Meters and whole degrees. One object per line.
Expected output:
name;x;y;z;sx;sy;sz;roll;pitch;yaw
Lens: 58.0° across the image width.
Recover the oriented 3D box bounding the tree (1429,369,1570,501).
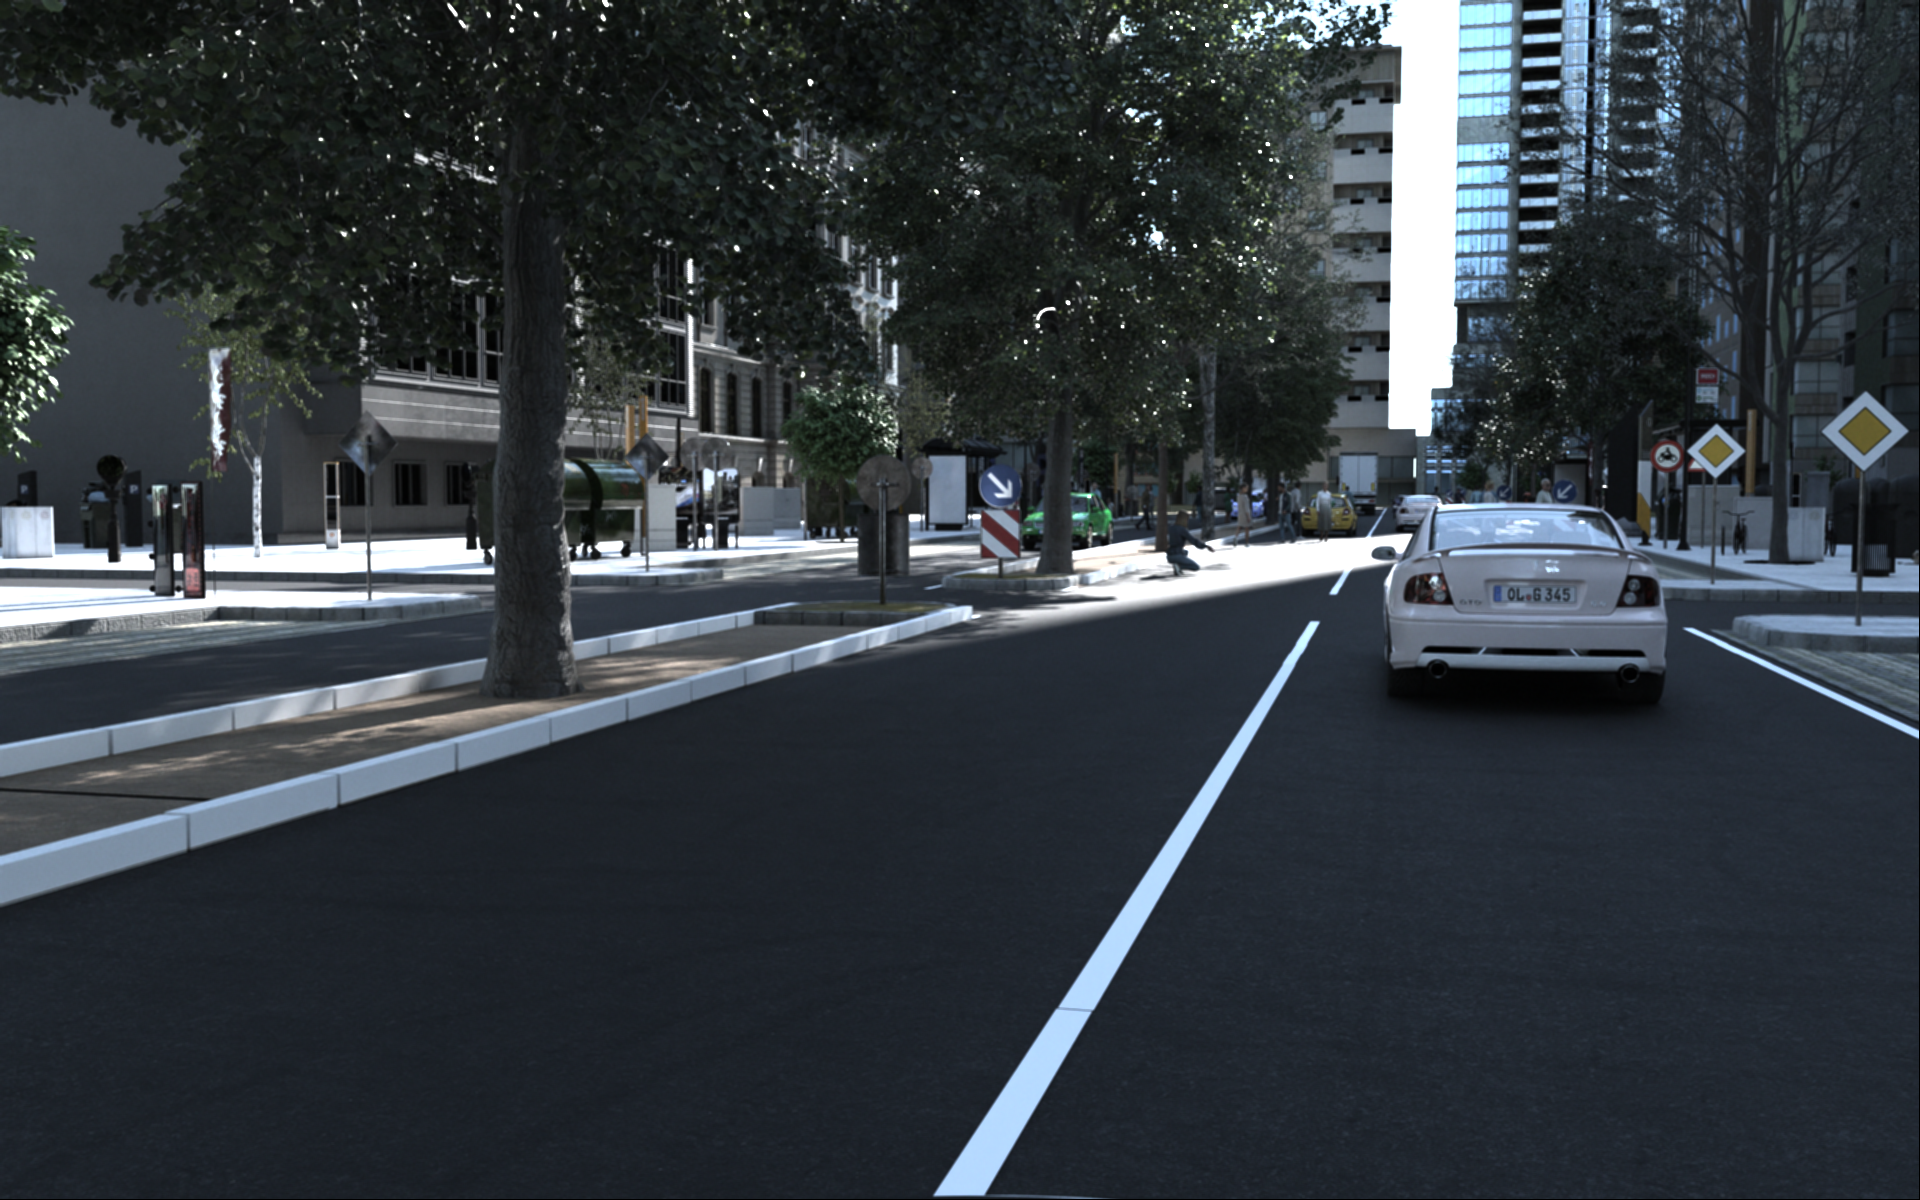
tree;33.161;-10.371;103.986;7.601;10.594;8.767;2;4;33

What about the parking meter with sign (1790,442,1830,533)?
parking meter with sign;28.690;-3.769;57.878;1.738;3.016;0.543;2;4;29

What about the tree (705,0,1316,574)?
tree;1.696;-7.405;30.190;9.857;13.997;8.962;0;3;0

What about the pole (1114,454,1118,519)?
pole;7.868;-5.721;87.376;0.158;3.312;0.155;0;3;0

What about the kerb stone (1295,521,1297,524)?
kerb stone;17.086;-3.990;87.536;0.120;0.150;1.000;1;4;14

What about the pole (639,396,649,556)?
pole;-6.563;-2.576;35.959;0.158;3.312;0.155;0;3;0

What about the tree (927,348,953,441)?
tree;-1.898;-8.178;84.078;4.360;8.622;3.978;0;3;0

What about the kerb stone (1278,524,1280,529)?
kerb stone;12.835;-2.960;70.626;0.120;0.150;1.000;1;4;14

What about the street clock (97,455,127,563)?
street clock;-15.816;-1.699;32.349;0.471;2.002;0.358;-1;4;-10

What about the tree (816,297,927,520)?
tree;-3.758;-7.037;65.412;4.360;8.622;3.978;0;3;0

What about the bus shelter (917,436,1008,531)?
bus shelter;0.141;-4.212;62.785;2.014;3.302;5.546;1;4;14

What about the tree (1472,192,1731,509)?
tree;24.506;-9.113;66.010;9.611;12.733;9.660;0;3;0

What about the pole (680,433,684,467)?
pole;-9.338;-3.921;57.946;0.158;3.312;0.155;0;3;0

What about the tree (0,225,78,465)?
tree;-10.588;-2.052;17.258;4.285;4.588;4.351;0;3;0

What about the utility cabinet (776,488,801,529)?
utility cabinet;-6.404;-3.330;63.123;1.173;1.500;0.318;-1;4;-15

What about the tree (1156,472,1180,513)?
tree;14.263;-7.613;119.066;1.663;3.219;1.824;0;3;0

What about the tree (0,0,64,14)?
tree;-4.928;-5.074;3.547;7.486;12.596;7.792;0;3;0

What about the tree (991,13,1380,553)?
tree;4.964;-7.905;42.069;12.009;13.543;11.850;0;3;0

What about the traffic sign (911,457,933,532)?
traffic sign;-1.309;-3.606;59.066;0.768;2.556;0.104;1;4;16

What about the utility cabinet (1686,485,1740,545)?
utility cabinet;18.601;-2.086;42.782;1.173;1.500;0.318;1;4;22

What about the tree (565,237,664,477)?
tree;-9.605;-5.862;46.214;4.360;8.622;3.978;0;3;0

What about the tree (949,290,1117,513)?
tree;3.011;-8.568;74.507;8.767;10.594;7.601;2;4;28

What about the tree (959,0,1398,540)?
tree;6.807;-12.017;54.831;12.611;20.169;13.585;0;3;0

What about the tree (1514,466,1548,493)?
tree;30.849;-6.026;93.131;1.663;3.219;1.824;0;3;0

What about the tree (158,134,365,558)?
tree;-14.064;-5.158;34.696;4.737;8.622;4.395;0;3;0

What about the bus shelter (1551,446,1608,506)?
bus shelter;26.550;-4.932;74.554;2.014;3.302;5.546;1;4;14

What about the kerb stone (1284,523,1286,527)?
kerb stone;13.839;-3.205;74.604;0.120;0.150;1.000;1;4;14

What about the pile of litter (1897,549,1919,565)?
pile of litter;17.978;-1.079;31.613;1.719;0.858;1.176;0;4;7

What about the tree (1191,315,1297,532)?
tree;10.472;-6.836;64.589;4.360;8.622;3.978;0;3;0

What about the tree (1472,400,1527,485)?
tree;36.579;-10.160;116.477;4.360;8.622;3.978;0;3;0

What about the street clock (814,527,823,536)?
street clock;-4.297;-2.933;52.529;0.358;2.002;0.471;-2;4;-30

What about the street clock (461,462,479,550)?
street clock;-11.216;-2.150;39.722;0.471;2.002;0.358;3;5;44

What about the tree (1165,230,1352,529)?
tree;11.691;-9.169;70.499;7.486;12.596;7.792;0;3;0

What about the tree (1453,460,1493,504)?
tree;46.546;-10.588;156.823;4.285;4.588;4.351;0;3;0

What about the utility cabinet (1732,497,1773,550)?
utility cabinet;18.475;-1.771;40.110;1.020;1.237;0.306;1;4;16

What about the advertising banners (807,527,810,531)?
advertising banners;-5.277;-3.969;61.074;0.090;3.025;2.074;0;4;2

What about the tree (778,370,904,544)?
tree;-3.112;-3.775;45.438;4.285;4.588;4.351;0;3;0

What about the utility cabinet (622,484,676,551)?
utility cabinet;-6.926;-1.829;38.581;1.173;1.500;0.318;-2;4;-35

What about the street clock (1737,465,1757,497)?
street clock;19.880;-2.400;43.804;0.358;2.002;0.471;-1;4;-15

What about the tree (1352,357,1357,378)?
tree;14.301;-9.742;79.872;7.486;12.596;7.792;0;3;0

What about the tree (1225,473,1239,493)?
tree;25.345;-10.136;160.328;1.663;3.219;1.824;0;3;0

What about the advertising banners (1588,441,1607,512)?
advertising banners;20.640;-3.664;56.090;0.090;3.025;2.074;0;4;4

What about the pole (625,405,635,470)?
pole;-7.565;-2.809;39.778;0.158;3.312;0.155;0;3;0

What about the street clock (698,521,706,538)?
street clock;-7.581;-2.828;50.808;0.471;2.002;0.358;3;5;42

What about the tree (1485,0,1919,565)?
tree;14.937;-7.405;31.442;12.009;13.543;11.850;0;3;0

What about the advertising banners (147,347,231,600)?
advertising banners;-9.449;-1.534;21.261;2.074;3.025;0.090;3;5;39

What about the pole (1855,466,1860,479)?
pole;29.737;-3.883;57.337;0.158;3.312;0.155;0;3;0

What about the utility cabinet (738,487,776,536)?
utility cabinet;-6.250;-2.708;52.962;0.318;1.500;1.173;3;5;44

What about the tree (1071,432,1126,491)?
tree;7.070;-6.519;90.298;4.285;4.588;4.351;0;3;0

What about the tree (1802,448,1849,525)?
tree;36.408;-4.810;73.250;1.663;3.219;1.824;0;3;0

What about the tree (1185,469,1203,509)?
tree;17.214;-8.150;127.846;1.663;3.219;1.824;0;3;0

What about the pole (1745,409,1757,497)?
pole;19.049;-2.930;41.753;0.158;3.312;0.155;0;3;0

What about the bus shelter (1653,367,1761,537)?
bus shelter;22.347;-4.590;52.680;2.179;5.291;8.768;1;4;14

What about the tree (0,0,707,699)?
tree;-3.067;-6.297;12.064;9.857;13.997;8.962;0;3;0
